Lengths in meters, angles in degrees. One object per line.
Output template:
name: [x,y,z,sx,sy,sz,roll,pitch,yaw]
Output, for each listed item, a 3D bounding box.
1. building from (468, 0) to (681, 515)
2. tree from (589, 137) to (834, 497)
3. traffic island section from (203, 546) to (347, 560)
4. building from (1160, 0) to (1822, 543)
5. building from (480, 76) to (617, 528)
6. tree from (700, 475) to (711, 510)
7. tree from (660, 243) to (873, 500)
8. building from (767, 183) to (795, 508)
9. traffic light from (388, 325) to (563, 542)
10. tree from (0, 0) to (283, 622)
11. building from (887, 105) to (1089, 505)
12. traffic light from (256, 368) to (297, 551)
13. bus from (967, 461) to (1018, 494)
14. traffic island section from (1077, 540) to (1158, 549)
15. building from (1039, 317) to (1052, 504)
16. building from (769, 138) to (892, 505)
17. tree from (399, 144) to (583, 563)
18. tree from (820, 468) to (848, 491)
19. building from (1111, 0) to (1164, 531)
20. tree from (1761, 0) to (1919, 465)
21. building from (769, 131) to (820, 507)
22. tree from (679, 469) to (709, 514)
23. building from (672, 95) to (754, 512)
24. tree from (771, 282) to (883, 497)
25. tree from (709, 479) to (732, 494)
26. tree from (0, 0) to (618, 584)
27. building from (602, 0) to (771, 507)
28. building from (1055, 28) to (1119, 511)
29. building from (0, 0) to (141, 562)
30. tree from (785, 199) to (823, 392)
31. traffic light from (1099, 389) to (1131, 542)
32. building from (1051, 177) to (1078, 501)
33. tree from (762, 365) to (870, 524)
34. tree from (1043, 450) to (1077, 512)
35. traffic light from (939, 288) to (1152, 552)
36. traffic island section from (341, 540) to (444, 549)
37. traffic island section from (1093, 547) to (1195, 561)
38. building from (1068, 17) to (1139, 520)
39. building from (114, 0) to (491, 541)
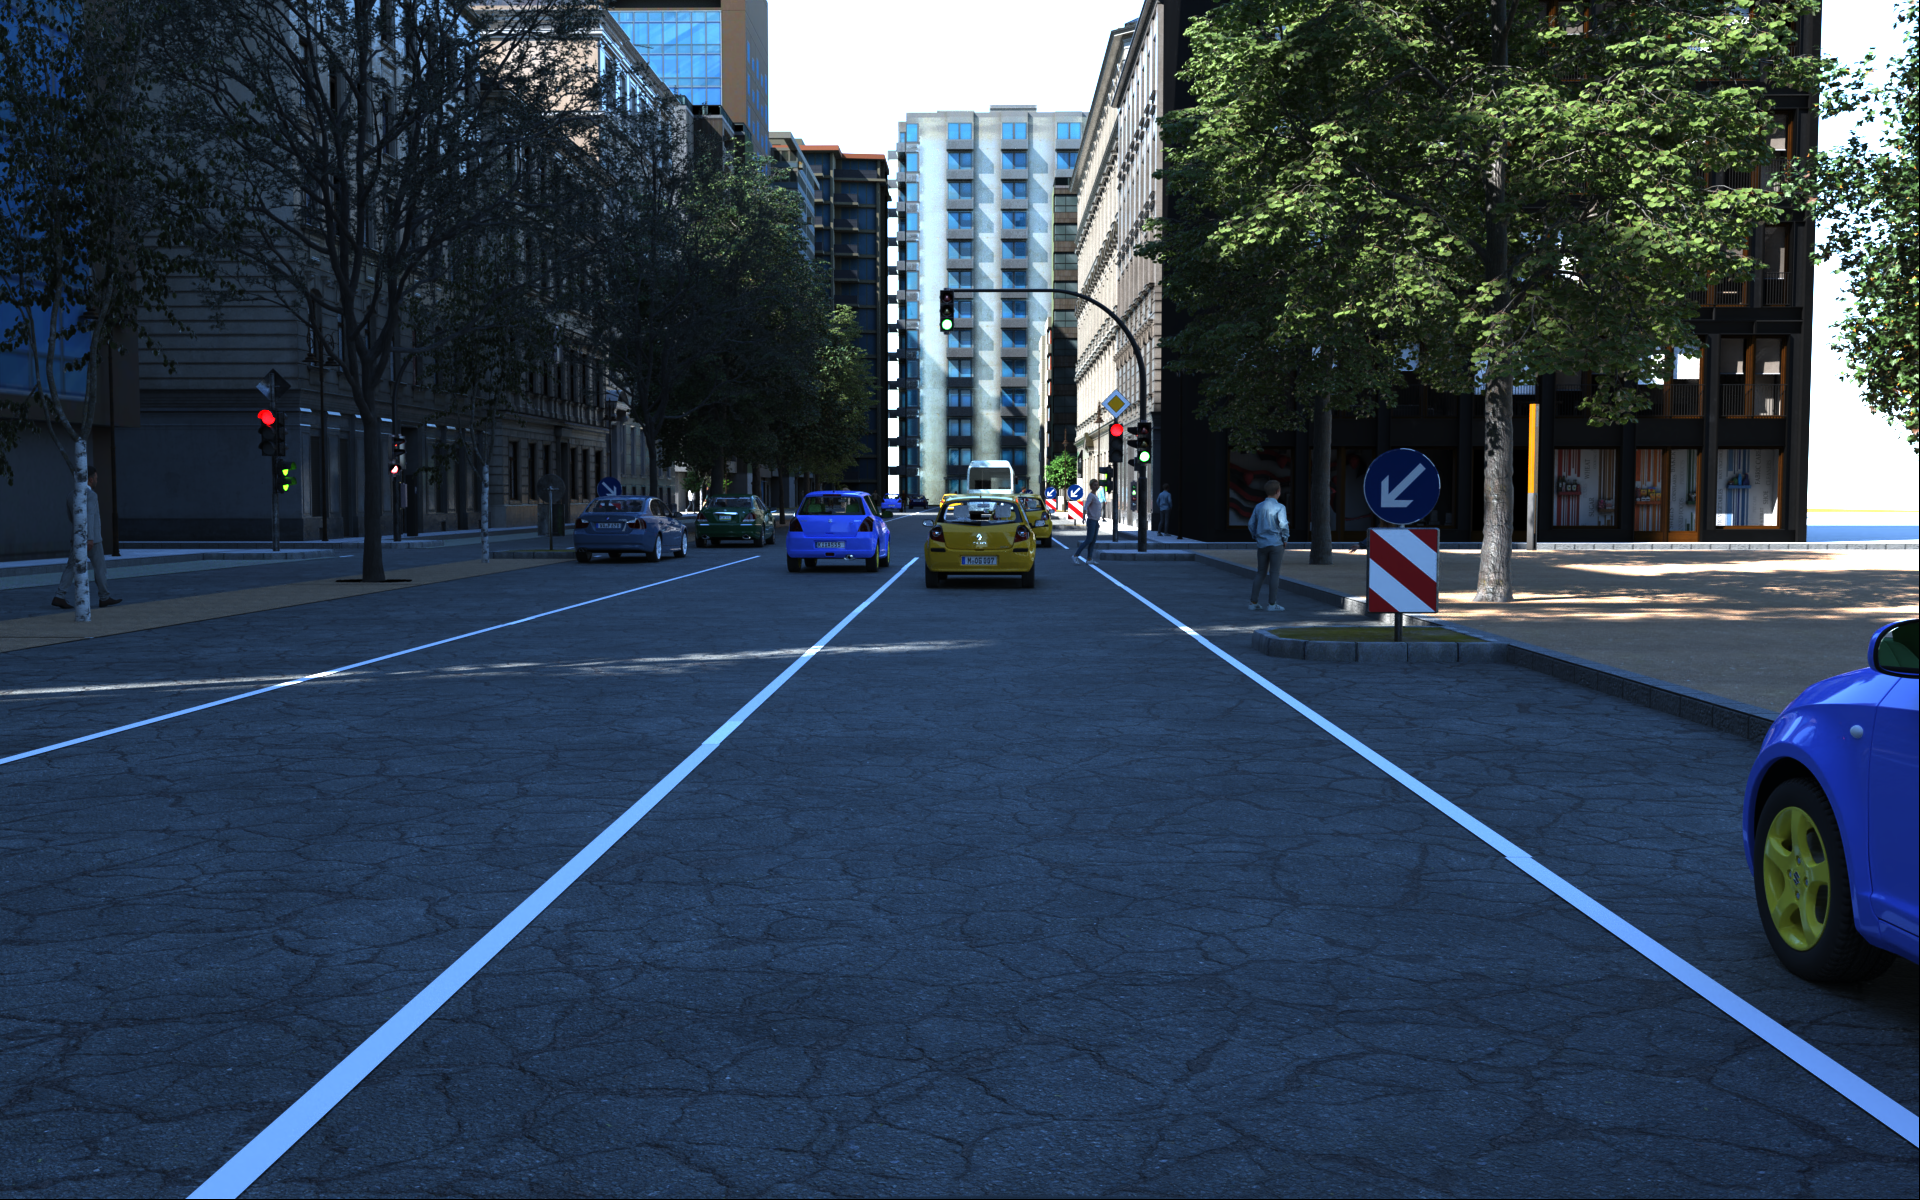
building: [-23.370,-18.818,93.577,13.634,28.700,20.117,0,4,1]
tree: [-8.920,-9.409,62.953,9.857,13.997,8.962,0,3,0]
traffic island section: [-15.368,-1.015,38.884,2.009,0.180,2.903,0,4,1]
building: [14.536,-13.553,51.275,15.834,23.373,12.332,0,4,1]
building: [-21.755,-12.817,74.179,10.561,19.102,19.286,0,4,1]
tree: [-16.834,-10.009,114.006,4.360,8.622,3.978,0,3,0]
tree: [-8.616,-9.396,73.098,9.611,12.733,9.660,0,3,0]
building: [-22.838,-23.580,157.234,14.160,30.474,14.107,0,4,1]
traffic light: [-13.110,-4.408,46.735,4.771,5.953,1.251,0,4,1]
tree: [-9.841,-4.071,19.383,4.360,8.622,3.978,0,3,0]
building: [6.483,-36.465,215.816,30.456,49.044,23.786,0,4,1]
traffic light: [-15.328,-3.048,38.748,0.839,4.253,0.868,0,4,1]
bus: [1.915,-6.550,101.953,2.948,3.499,13.247,0,4,2]
traffic island section: [4.196,-1.485,46.560,2.009,0.180,2.903,0,4,1]
building: [22.610,-20.684,183.225,27.650,21.520,28.899,0,4,1]
building: [-23.246,-34.338,216.050,28.867,44.769,22.147,0,4,1]
tree: [-9.863,-5.083,35.924,4.360,8.622,3.978,0,3,0]
tree: [-8.450,-9.379,106.173,4.737,8.622,4.395,0,3,0]
building: [11.450,-13.400,68.237,9.793,20.994,18.267,0,4,1]
tree: [19.427,-6.950,30.640,9.611,12.733,9.660,0,3,0]
building: [-27.345,-29.931,181.245,23.993,40.220,32.217,0,4,1]
tree: [-17.095,-7.086,110.458,1.663,3.219,1.824,0,3,0]
building: [-23.221,-21.852,128.982,14.160,30.474,14.107,0,4,1]
tree: [-8.225,-10.474,91.826,7.486,12.596,7.792,0,3,0]
tree: [-16.916,-7.759,121.457,1.663,3.219,1.824,0,3,0]
tree: [-9.468,-7.014,27.498,12.009,13.543,11.850,0,3,0]
building: [-23.460,-30.125,142.662,14.600,45.320,14.200,0,4,1]
building: [24.125,-27.409,140.010,32.217,40.220,23.993,0,4,1]
building: [-24.779,-23.183,29.145,14.200,45.320,14.600,0,4,1]
tree: [-9.259,-8.510,51.958,12.009,13.543,11.850,0,3,0]
traffic light: [4.156,-3.518,46.446,0.839,4.253,0.868,0,4,1]
building: [15.409,-23.762,160.211,14.160,30.474,14.107,0,4,1]
tree: [-8.362,-8.870,81.900,8.767,10.594,7.601,0,4,1]
tree: [7.781,-8.744,126.675,4.285,4.588,4.351,0,3,0]
traffic light: [1.938,-3.895,38.354,4.771,5.953,1.251,0,4,1]
traffic island section: [-15.243,-1.504,46.868,2.009,0.180,2.903,0,4,1]
traffic island section: [4.071,-0.997,38.576,2.009,0.180,2.903,0,4,1]
building: [15.727,-19.733,99.043,17.030,29.872,44.131,0,4,1]
building: [-22.374,-12.614,55.387,9.793,20.994,18.267,0,4,1]
